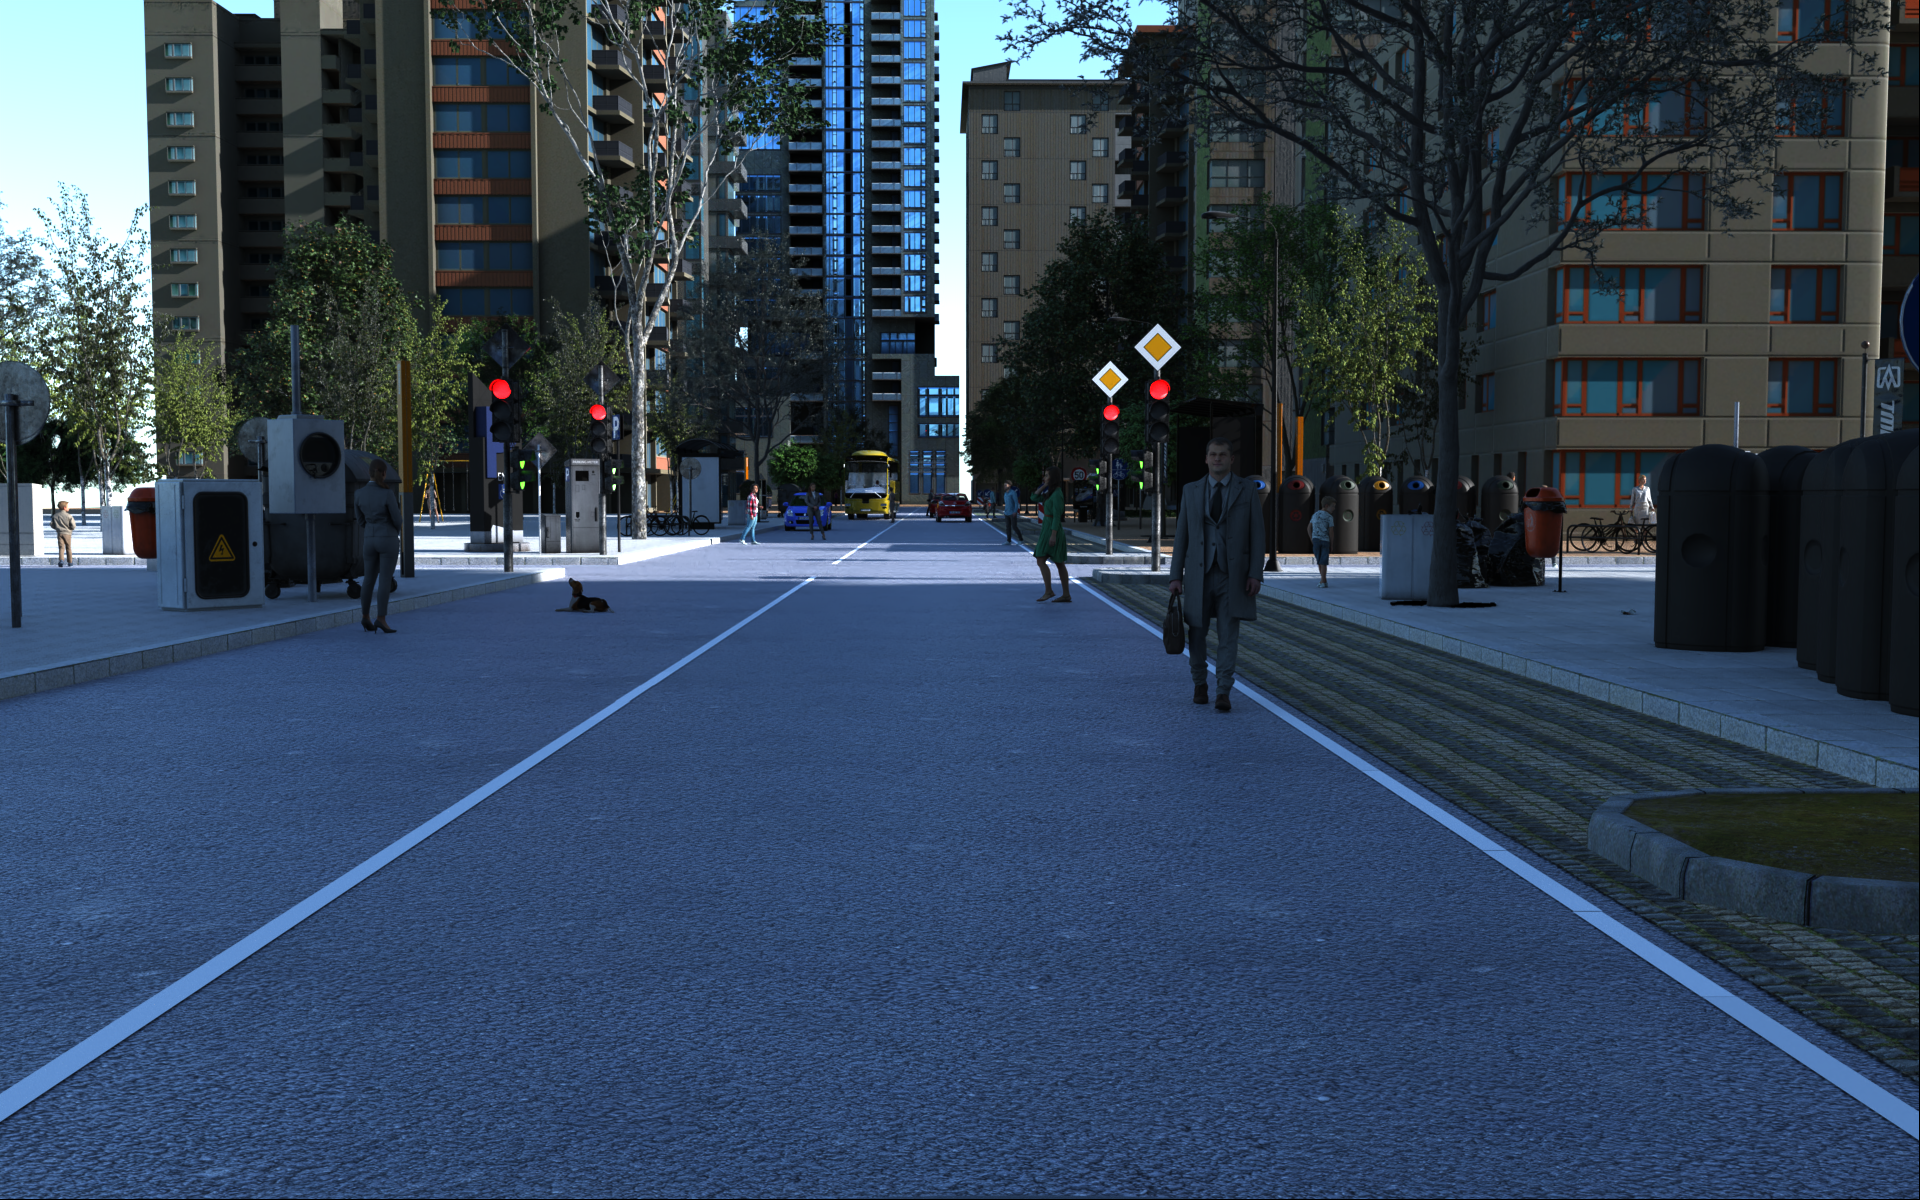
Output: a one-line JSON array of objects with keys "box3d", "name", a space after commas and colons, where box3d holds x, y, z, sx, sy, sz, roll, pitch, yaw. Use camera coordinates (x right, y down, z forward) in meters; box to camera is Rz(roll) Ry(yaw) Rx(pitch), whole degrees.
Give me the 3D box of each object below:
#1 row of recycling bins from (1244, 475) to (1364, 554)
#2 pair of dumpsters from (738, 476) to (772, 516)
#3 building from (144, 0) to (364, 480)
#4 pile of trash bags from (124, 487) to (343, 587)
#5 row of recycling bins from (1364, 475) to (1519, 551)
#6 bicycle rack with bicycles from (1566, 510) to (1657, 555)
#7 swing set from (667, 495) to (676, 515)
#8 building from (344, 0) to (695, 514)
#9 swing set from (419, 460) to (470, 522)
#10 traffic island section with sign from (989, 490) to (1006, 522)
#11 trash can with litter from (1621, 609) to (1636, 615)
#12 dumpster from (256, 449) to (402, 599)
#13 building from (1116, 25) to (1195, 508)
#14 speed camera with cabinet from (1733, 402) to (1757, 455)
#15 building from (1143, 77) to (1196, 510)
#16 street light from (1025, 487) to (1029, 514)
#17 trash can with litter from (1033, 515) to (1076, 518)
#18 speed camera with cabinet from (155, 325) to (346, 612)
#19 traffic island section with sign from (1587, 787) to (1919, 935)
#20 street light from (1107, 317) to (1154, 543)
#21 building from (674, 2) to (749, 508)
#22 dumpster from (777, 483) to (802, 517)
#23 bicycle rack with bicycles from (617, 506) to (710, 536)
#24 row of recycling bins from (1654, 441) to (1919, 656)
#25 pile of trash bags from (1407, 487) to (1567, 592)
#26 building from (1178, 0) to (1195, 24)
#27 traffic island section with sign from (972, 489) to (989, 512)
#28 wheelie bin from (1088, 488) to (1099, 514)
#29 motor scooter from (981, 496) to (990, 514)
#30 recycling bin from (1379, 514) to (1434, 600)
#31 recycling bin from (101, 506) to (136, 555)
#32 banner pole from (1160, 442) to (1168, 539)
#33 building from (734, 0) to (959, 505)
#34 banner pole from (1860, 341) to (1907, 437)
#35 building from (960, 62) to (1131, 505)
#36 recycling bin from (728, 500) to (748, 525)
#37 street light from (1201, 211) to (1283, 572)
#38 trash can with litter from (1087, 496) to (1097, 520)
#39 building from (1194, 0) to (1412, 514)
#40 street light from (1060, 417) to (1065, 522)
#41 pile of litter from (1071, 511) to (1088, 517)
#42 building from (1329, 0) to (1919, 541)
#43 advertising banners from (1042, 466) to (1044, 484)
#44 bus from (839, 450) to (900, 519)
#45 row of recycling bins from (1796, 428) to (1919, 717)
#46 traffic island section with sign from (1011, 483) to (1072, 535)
[{"box3d": [6.804, -1.857, 37.471, 3.534, 1.692, 1.069, 0, 4, 4], "name": "row of recycling bins"}, {"box3d": [-11.140, -5.594, 93.962, 1.574, 2.255, 4.437, 0, 4, -1], "name": "pair of dumpsters"}, {"box3d": [-61.861, -33.106, 164.981, 21.600, 48.544, 21.300, 0, 4, -1], "name": "building"}, {"box3d": [-10.119, -0.855, 23.738, 1.912, 1.369, 3.447, 1, 4, 12], "name": "pile of trash bags"}, {"box3d": [10.620, -1.930, 38.673, 3.534, 1.692, 1.069, 1, 4, 21], "name": "row of recycling bins"}, {"box3d": [14.547, -1.499, 37.894, 2.852, 0.926, 2.925, -2, 4, -33], "name": "bicycle rack with bicycles"}, {"box3d": [-16.946, -6.815, 109.047, 2.862, 2.851, 3.119, -1, 4, -13], "name": "swing set"}, {"box3d": [-31.519, -28.829, 125.983, 22.147, 44.769, 28.867, 0, 4, -1], "name": "building"}, {"box3d": [-23.241, -5.048, 80.157, 3.119, 2.851, 2.862, 0, 4, 5], "name": "swing set"}, {"box3d": [2.626, -4.917, 89.021, 1.989, 1.847, 2.006, 0, 4, -1], "name": "traffic island section with sign"}, {"box3d": [8.063, -0.420, 17.930, 2.233, 1.210, 1.678, 3, 5, 41], "name": "trash can with litter"}, {"box3d": [-7.917, -0.982, 21.807, 1.264, 1.857, 1.865, 0, 4, -1], "name": "dumpster"}, {"box3d": [26.291, -31.046, 162.221, 22.147, 44.769, 28.867, 0, 4, -1], "name": "building"}, {"box3d": [17.215, -2.597, 36.790, 0.660, 3.252, 2.038, -3, 4, -36], "name": "speed camera with cabinet"}, {"box3d": [31.417, -27.164, 136.005, 32.217, 40.220, 23.993, 0, 4, -1], "name": "building"}, {"box3d": [3.782, -8.514, 111.744, 1.470, 5.913, 1.316, 0, 4, -1], "name": "street light"}, {"box3d": [5.197, -5.093, 94.335, 2.233, 1.210, 1.678, 1, 4, 19], "name": "trash can with litter"}, {"box3d": [-8.048, -1.552, 19.710, 0.660, 3.252, 2.038, 3, 4, 37], "name": "speed camera with cabinet"}, {"box3d": [3.518, 0.131, 6.490, 1.989, 1.847, 2.006, 0, 4, -1], "name": "traffic island section with sign"}, {"box3d": [4.564, -4.467, 45.569, 1.470, 5.913, 1.316, 0, 4, -1], "name": "street light"}, {"box3d": [-35.815, -33.264, 163.469, 30.456, 49.044, 23.786, 0, 4, -1], "name": "building"}, {"box3d": [-9.395, -5.467, 95.147, 1.264, 1.857, 1.865, 0, 4, 0], "name": "dumpster"}, {"box3d": [-9.233, -2.474, 53.826, 2.925, 0.926, 2.852, -1, 4, -14], "name": "bicycle rack with bicycles"}, {"box3d": [7.454, -0.485, 15.043, 3.534, 1.692, 1.069, -2, 4, -30], "name": "row of recycling bins"}, {"box3d": [7.359, -0.872, 24.007, 1.912, 1.369, 3.447, -1, 4, -12], "name": "pile of trash bags"}, {"box3d": [38.462, -47.547, 215.651, 20.611, 71.187, 20.563, 0, 4, -1], "name": "building"}, {"box3d": [2.074, -7.940, 138.449, 1.989, 1.847, 2.006, 0, 4, -1], "name": "traffic island section with sign"}, {"box3d": [7.052, -5.021, 89.995, 0.980, 1.594, 0.693, -3, 5, -43], "name": "wheelie bin"}, {"box3d": [1.922, -6.861, 124.961, 0.815, 1.314, 1.986, 0, 4, -1], "name": "motor scooter"}, {"box3d": [5.542, -0.534, 21.279, 0.722, 1.027, 0.722, 1, 4, 11], "name": "recycling bin"}, {"box3d": [-17.748, -1.490, 36.909, 0.722, 1.027, 0.722, 2, 4, 28], "name": "recycling bin"}, {"box3d": [5.809, -3.630, 49.363, 0.401, 3.779, 0.863, 0, 4, -8], "name": "banner pole"}, {"box3d": [-15.665, -55.224, 215.584, 31.000, 86.520, 22.319, 0, 4, -1], "name": "building"}, {"box3d": [14.934, -2.337, 28.226, 0.401, 3.779, 0.863, -3, 4, -37], "name": "banner pole"}, {"box3d": [13.887, -38.583, 220.063, 27.495, 52.752, 28.713, 0, 4, -1], "name": "building"}, {"box3d": [-9.109, -3.582, 71.124, 0.722, 1.027, 0.722, 0, 4, 5], "name": "recycling bin"}, {"box3d": [4.655, -3.429, 28.604, 1.470, 5.913, 1.316, 0, 4, -1], "name": "street light"}, {"box3d": [6.675, -4.641, 87.270, 0.624, 1.170, 1.055, 2, 4, 31], "name": "trash can with litter"}, {"box3d": [21.034, -25.741, 104.467, 14.154, 41.232, 14.086, 0, 4, -1], "name": "building"}, {"box3d": [4.102, -6.486, 78.586, 1.470, 5.913, 1.316, 0, 4, -1], "name": "street light"}, {"box3d": [6.925, -5.133, 97.896, 1.719, 0.858, 1.176, -2, 4, -34], "name": "pile of litter"}, {"box3d": [30.544, -13.186, 60.629, 28.899, 21.520, 27.650, 0, 4, -1], "name": "building"}, {"box3d": [4.489, -5.784, 90.756, 0.090, 3.025, 2.074, 1, 4, 14], "name": "advertising banners"}, {"box3d": [-5.078, -6.692, 100.966, 2.896, 3.916, 12.252, 0, 4, 1], "name": "bus"}, {"box3d": [6.205, -0.256, 11.307, 1.069, 1.692, 3.534, 1, 4, 15], "name": "row of recycling bins"}, {"box3d": [2.914, -3.232, 61.466, 1.989, 1.847, 2.006, 0, 4, -1], "name": "traffic island section with sign"}]
